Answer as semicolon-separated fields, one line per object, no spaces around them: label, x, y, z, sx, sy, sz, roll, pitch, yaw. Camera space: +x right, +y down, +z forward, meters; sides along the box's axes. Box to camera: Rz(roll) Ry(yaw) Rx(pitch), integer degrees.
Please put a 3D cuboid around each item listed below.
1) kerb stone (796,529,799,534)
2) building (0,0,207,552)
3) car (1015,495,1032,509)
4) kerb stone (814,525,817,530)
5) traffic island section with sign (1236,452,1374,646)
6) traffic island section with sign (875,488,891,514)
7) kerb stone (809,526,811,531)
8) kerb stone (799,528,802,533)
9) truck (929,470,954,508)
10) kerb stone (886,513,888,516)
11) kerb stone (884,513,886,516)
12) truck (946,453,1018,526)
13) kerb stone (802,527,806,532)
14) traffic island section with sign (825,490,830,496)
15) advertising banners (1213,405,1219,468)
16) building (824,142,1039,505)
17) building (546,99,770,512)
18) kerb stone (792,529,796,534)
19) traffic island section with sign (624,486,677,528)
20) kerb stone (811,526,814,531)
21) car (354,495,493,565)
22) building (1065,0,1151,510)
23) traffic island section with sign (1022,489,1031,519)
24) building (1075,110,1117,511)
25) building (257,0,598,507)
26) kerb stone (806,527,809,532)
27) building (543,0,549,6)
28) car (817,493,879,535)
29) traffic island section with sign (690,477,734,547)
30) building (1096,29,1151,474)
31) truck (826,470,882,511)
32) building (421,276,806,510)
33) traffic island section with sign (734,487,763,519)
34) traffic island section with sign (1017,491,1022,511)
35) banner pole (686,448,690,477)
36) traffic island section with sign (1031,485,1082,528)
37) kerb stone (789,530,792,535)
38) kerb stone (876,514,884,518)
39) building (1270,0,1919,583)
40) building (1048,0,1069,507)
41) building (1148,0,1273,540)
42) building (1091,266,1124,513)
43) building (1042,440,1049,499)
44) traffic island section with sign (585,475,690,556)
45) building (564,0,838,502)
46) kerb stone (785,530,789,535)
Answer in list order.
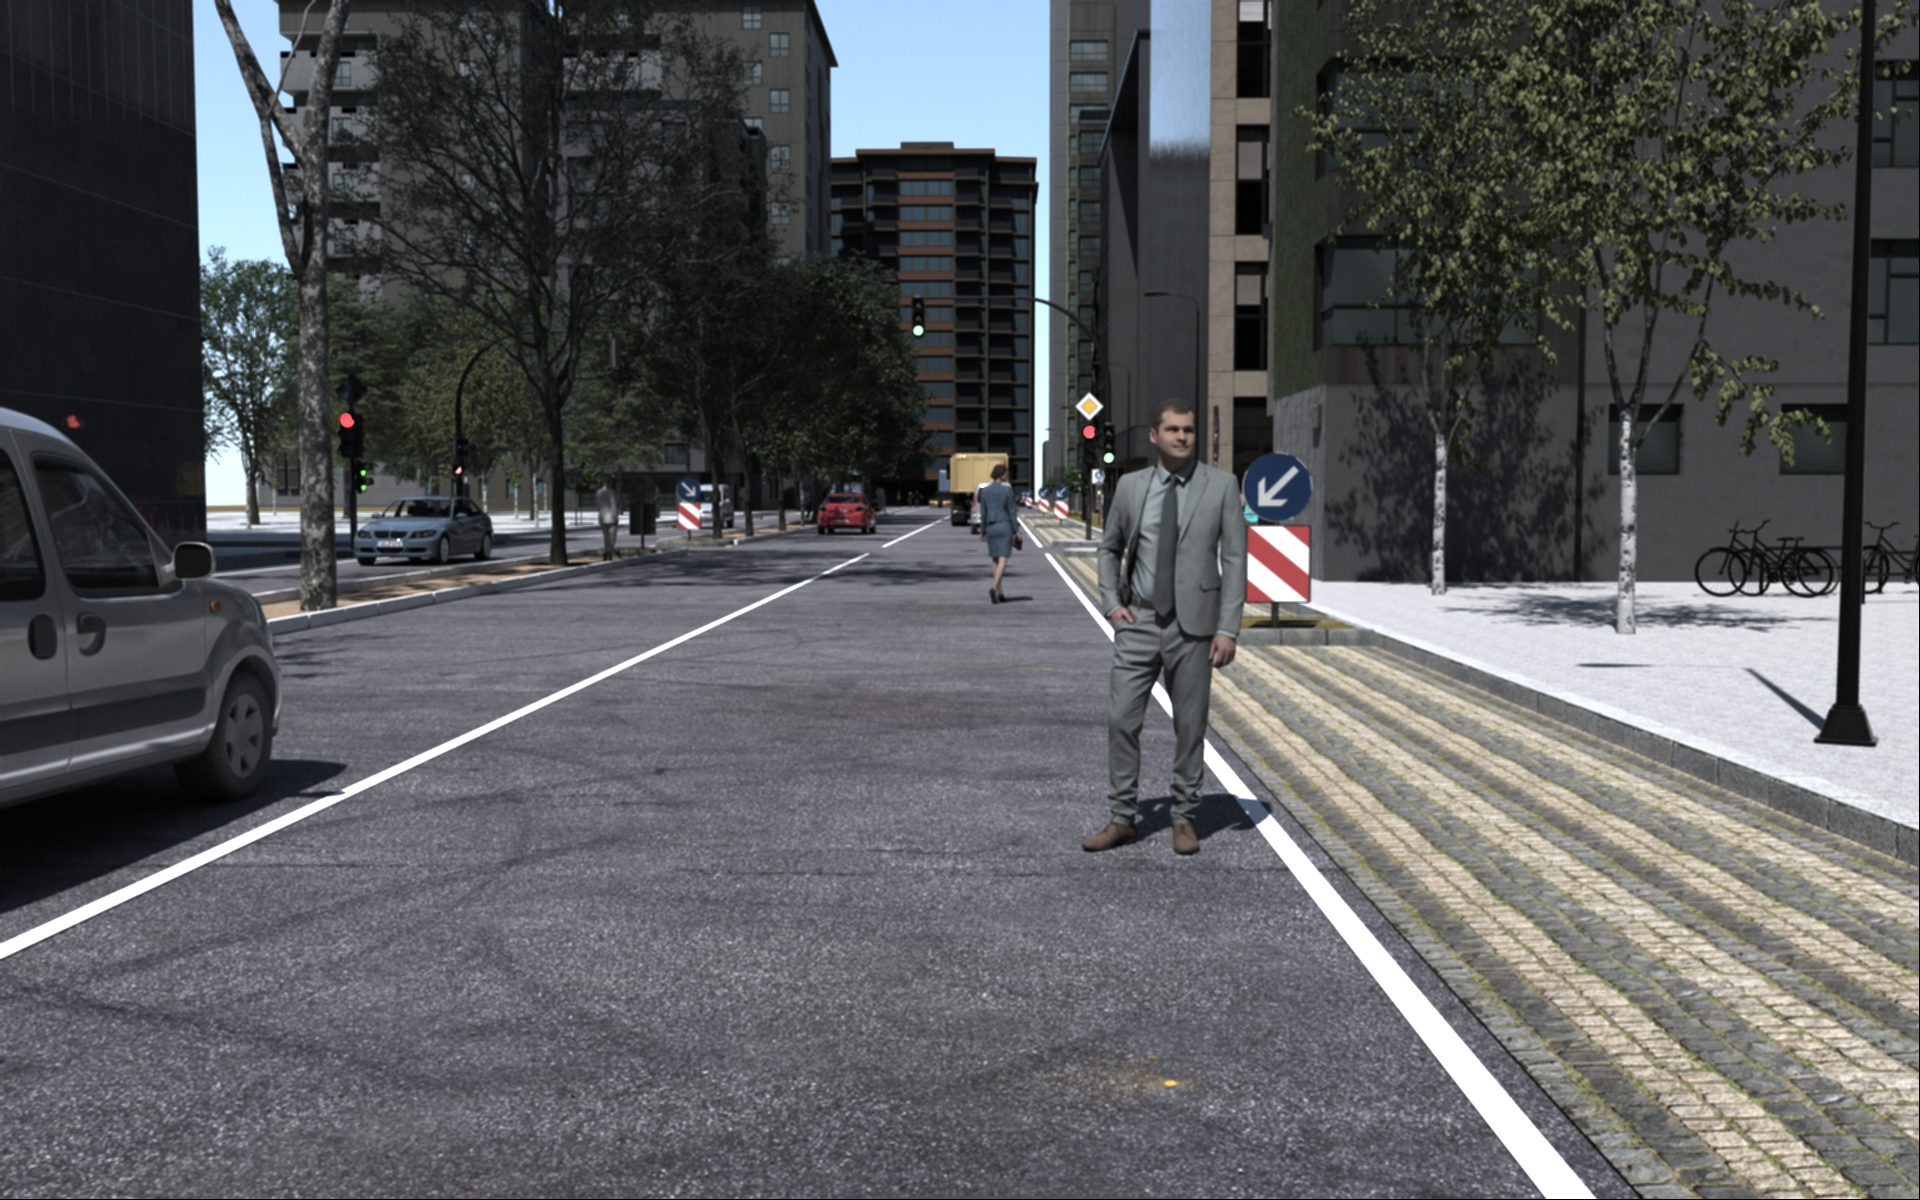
kerb stone;-6.008;-2.467;62.531;0.120;0.150;1.000;0;4;1
building;-27.415;-13.172;33.384;19.932;24.808;12.078;0;4;1
car;5.974;-9.392;166.132;1.945;1.354;3.894;0;4;0
kerb stone;-5.881;-2.843;68.683;0.120;0.150;1.000;0;4;1
traffic island section with sign;2.916;-0.523;17.185;1.989;1.847;2.006;0;4;1
traffic island section with sign;-5.727;-7.023;122.962;2.006;1.907;1.989;0;4;1
kerb stone;-5.926;-2.716;66.636;0.120;0.150;1.000;0;4;1
kerb stone;-5.995;-2.530;63.555;0.120;0.150;1.000;0;4;1
truck;-1.534;-12.164;188.634;2.967;4.110;18.799;0;4;3
kerb stone;-4.931;-5.478;111.756;0.120;0.150;1.000;0;4;1
kerb stone;-4.970;-5.353;109.711;0.120;0.150;1.000;0;4;1
truck;0.969;-5.192;80.813;3.469;3.379;9.791;0;4;2
kerb stone;-5.967;-2.587;64.580;0.120;0.150;1.000;0;4;1
traffic island section with sign;-11.363;-8.703;150.927;1.989;1.847;2.006;0;4;1
advertising banners;5.055;-2.384;35.173;0.090;3.025;2.074;0;4;-1
building;-4.714;-34.467;218.157;28.867;44.769;22.147;0;4;1
building;-22.306;-21.945;130.495;14.160;30.474;14.107;0;4;1
kerb stone;-6.027;-2.404;61.509;0.120;0.150;1.000;0;4;1
traffic island section with sign;-13.080;-3.962;73.408;1.989;1.847;2.006;0;4;1
kerb stone;-5.901;-2.781;67.658;0.120;0.150;1.000;0;4;1
car;-11.175;-1.491;36.380;2.014;1.417;4.499;0;4;2
building;15.993;-28.359;147.263;14.154;41.232;14.086;0;4;1
traffic island section with sign;4.744;-5.618;100.488;1.989;1.847;2.006;0;4;1
building;15.850;-22.130;133.521;14.160;30.474;14.107;0;4;1
building;-55.627;-36.372;183.915;27.495;52.752;28.713;0;4;1
kerb stone;-5.947;-2.656;65.614;0.120;0.150;1.000;0;4;1
building;-65.074;-55.424;218.854;31.000;86.520;22.319;0;4;1
car;-4.057;-3.274;62.571;2.155;1.783;4.494;0;4;3
traffic island section with sign;-7.370;-2.428;47.841;2.006;1.907;1.989;0;4;1
building;14.659;-16.264;84.980;14.314;24.678;30.058;0;4;1
truck;-8.154;-9.045;137.636;2.967;4.110;18.799;0;4;2
building;-29.013;-18.801;152.440;27.650;21.520;28.899;0;4;1
traffic island section with sign;-12.490;-5.610;100.357;1.989;1.847;2.006;0;4;1
traffic island section with sign;5.835;-8.631;149.737;1.989;1.847;2.006;0;4;1
banner pole;-14.638;-6.319;93.333;0.401;3.779;0.863;0;4;8
traffic island section with sign;4.154;-3.970;73.540;1.989;1.847;2.006;0;4;1
kerb stone;-6.057;-2.341;60.485;0.120;0.150;1.000;0;4;1
kerb stone;-4.994;-5.290;108.687;0.120;0.150;1.000;0;4;1
building;12.478;-15.864;31.086;14.160;30.474;14.107;0;4;1
building;19.869;-39.135;181.850;21.231;58.520;28.212;0;4;1
building;24.047;-15.406;56.408;34.151;26.468;19.350;0;4;1
building;17.024;-15.085;114.090;16.820;18.784;16.811;0;4;1
building;25.954;-55.261;216.189;31.000;86.520;22.319;0;4;1
traffic island section with sign;-7.542;-1.975;40.436;2.006;1.907;1.989;0;4;1
building;-27.865;-36.376;183.988;27.495;52.752;28.713;0;4;1
kerb stone;-6.076;-2.279;59.463;0.120;0.150;1.000;0;4;1
